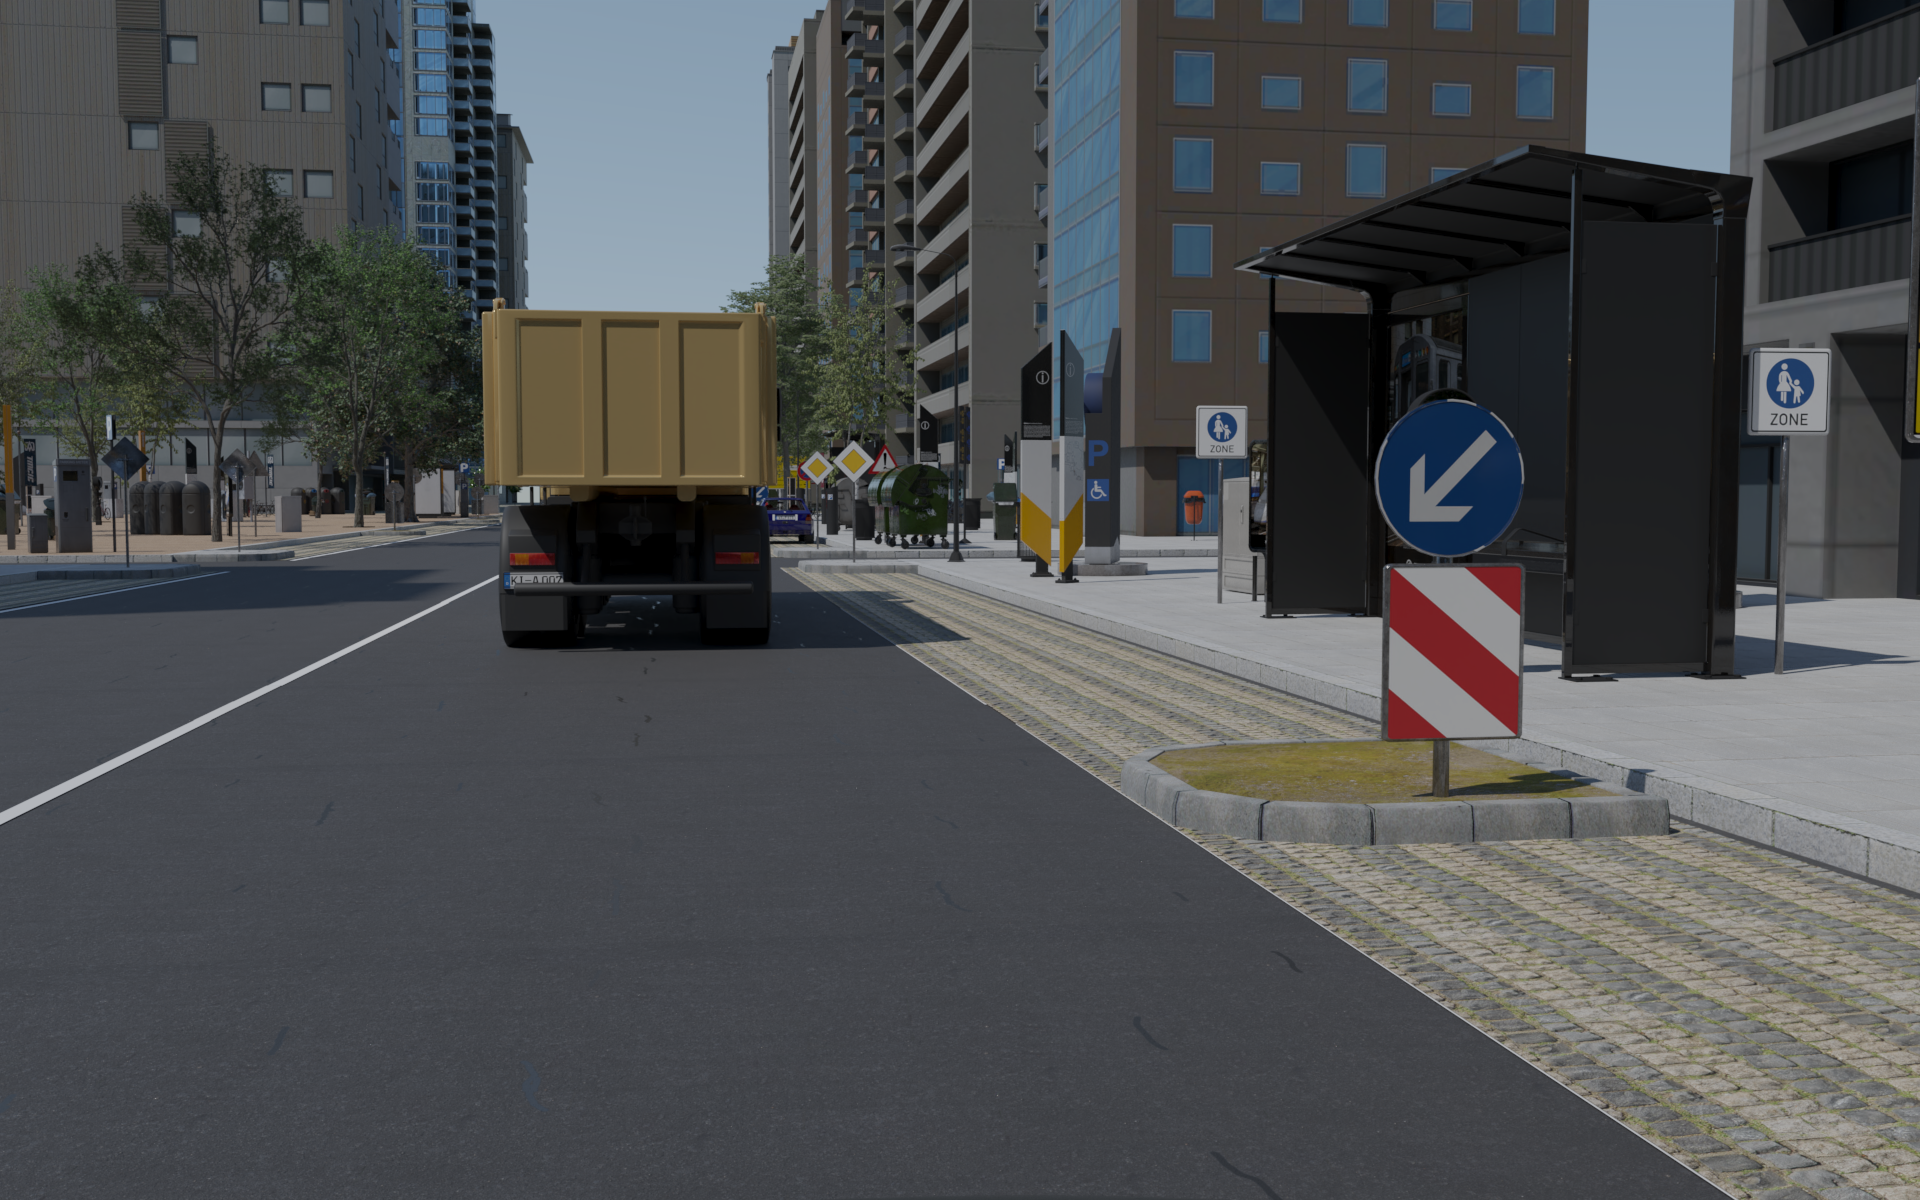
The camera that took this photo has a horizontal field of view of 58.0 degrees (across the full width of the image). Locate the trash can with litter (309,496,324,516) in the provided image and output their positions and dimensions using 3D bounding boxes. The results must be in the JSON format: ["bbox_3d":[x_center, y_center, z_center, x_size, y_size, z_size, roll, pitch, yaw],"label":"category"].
[{"bbox_3d":[-37.418,-5.459,100.634,0.624,1.170,1.055,0,4,1],"label":"trash can with litter"}]

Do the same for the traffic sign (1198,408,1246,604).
[{"bbox_3d":[3.041,-1.106,20.210,0.606,2.300,0.079,0,4,-7],"label":"traffic sign"}]

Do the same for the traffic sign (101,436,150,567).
[{"bbox_3d":[-14.554,-1.627,30.237,0.795,2.450,0.064,-1,4,-10],"label":"traffic sign"}]

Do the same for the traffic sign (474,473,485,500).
[{"bbox_3d":[-29.232,-6.447,105.513,0.768,2.556,0.104,0,4,-6],"label":"traffic sign"}]

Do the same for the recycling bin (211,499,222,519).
[{"bbox_3d":[-39.252,-4.806,91.127,0.722,1.027,0.722,0,4,6],"label":"recycling bin"}]

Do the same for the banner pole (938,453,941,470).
[{"bbox_3d":[-1.410,-6.300,93.022,0.863,3.779,0.401,-1,4,-15],"label":"banner pole"}]

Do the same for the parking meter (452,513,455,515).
[{"bbox_3d":[-31.085,-5.968,105.989,0.372,1.533,0.369,0,3,0],"label":"parking meter"}]

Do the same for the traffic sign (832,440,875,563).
[{"bbox_3d":[-1.983,-1.754,32.326,0.795,2.450,0.064,-1,4,-10],"label":"traffic sign"}]

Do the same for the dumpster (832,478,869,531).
[{"bbox_3d":[-3.816,-3.338,60.333,1.264,1.857,1.865,-1,4,-10],"label":"dumpster"}]

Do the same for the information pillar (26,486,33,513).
[{"bbox_3d":[-52.765,-5.732,98.204,0.304,2.012,0.304,-3,4,-38],"label":"information pillar"}]

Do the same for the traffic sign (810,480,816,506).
[{"bbox_3d":[-7.847,-5.569,91.050,0.884,2.594,0.081,0,4,-5],"label":"traffic sign"}]

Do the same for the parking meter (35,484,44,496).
[{"bbox_3d":[-51.185,-5.543,96.338,0.399,1.863,0.255,1,4,20],"label":"parking meter"}]

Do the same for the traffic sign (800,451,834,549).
[{"bbox_3d":[-3.309,-2.236,40.201,0.795,2.450,0.064,-1,4,-10],"label":"traffic sign"}]

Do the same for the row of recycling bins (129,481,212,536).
[{"bbox_3d":[-24.842,-2.893,54.410,3.534,1.692,1.069,2,4,32],"label":"row of recycling bins"}]

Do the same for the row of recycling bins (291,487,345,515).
[{"bbox_3d":[-39.974,-6.155,107.744,1.069,1.692,3.534,3,4,37],"label":"row of recycling bins"}]

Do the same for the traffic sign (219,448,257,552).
[{"bbox_3d":[-15.881,-2.108,38.111,0.795,2.450,0.064,-1,4,-10],"label":"traffic sign"}]

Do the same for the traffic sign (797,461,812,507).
[{"bbox_3d":[-5.893,-4.078,66.777,0.768,2.556,0.104,-1,4,-9],"label":"traffic sign"}]

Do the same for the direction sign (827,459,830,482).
[{"bbox_3d":[-8.171,-7.357,112.287,0.876,3.537,0.379,0,4,-1],"label":"direction sign"}]

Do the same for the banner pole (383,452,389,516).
[{"bbox_3d":[-33.998,-6.893,102.720,0.401,3.779,0.863,-3,4,-37],"label":"banner pole"}]

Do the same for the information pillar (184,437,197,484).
[{"bbox_3d":[-31.665,-4.892,71.331,0.183,3.616,0.504,2,4,34],"label":"information pillar"}]

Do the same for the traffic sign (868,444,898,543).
[{"bbox_3d":[-1.958,-2.774,45.353,0.884,2.594,0.081,0,4,-2],"label":"traffic sign"}]

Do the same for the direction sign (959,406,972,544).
[{"bbox_3d":[0.121,-3.229,44.799,0.379,3.537,0.876,1,4,18],"label":"direction sign"}]

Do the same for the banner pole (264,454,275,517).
[{"bbox_3d":[-38.444,-6.503,96.333,0.863,3.779,0.401,2,4,24],"label":"banner pole"}]

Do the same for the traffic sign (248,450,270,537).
[{"bbox_3d":[-21.025,-3.158,51.640,0.884,2.594,0.081,0,4,-2],"label":"traffic sign"}]

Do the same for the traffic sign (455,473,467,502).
[{"bbox_3d":[-30.159,-6.395,104.666,0.768,2.556,0.104,0,4,-1],"label":"traffic sign"}]

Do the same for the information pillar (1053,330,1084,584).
[{"bbox_3d":[1.599,-2.053,24.929,0.183,3.616,0.504,3,5,40],"label":"information pillar"}]

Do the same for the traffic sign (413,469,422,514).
[{"bbox_3d":[-27.322,-5.300,86.766,0.768,2.556,0.104,-1,4,-9],"label":"traffic sign"}]

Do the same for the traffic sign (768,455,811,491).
[{"bbox_3d":[-8.912,-5.911,90.515,2.265,3.308,0.079,0,4,-7],"label":"traffic sign"}]

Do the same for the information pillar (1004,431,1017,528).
[{"bbox_3d":[1.923,-4.657,67.489,0.504,3.616,0.183,3,4,38],"label":"information pillar"}]

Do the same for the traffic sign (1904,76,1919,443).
[{"bbox_3d":[5.758,-0.899,8.569,2.265,3.308,0.079,0,4,-3],"label":"traffic sign"}]

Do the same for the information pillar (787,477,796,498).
[{"bbox_3d":[-7.382,-4.373,75.990,0.304,2.012,0.304,-2,4,-25],"label":"information pillar"}]

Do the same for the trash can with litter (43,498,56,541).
[{"bbox_3d":[-24.842,-2.226,47.790,1.055,1.170,0.624,3,5,42],"label":"trash can with litter"}]

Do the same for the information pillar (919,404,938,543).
[{"bbox_3d":[-0.817,-3.278,44.947,0.504,3.616,0.183,0,4,5],"label":"information pillar"}]

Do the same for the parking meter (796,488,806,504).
[{"bbox_3d":[-6.366,-3.727,69.340,0.372,1.533,0.369,0,3,0],"label":"parking meter"}]

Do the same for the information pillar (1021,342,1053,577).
[{"bbox_3d":[1.187,-2.159,26.658,0.504,3.616,0.183,-1,4,-12],"label":"information pillar"}]

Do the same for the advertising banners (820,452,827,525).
[{"bbox_3d":[-5.441,-4.646,72.146,0.090,3.025,2.074,-2,4,-28],"label":"advertising banners"}]

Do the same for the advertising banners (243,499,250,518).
[{"bbox_3d":[-39.137,-6.058,95.228,0.090,3.025,2.074,0,4,-7],"label":"advertising banners"}]

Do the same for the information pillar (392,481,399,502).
[{"bbox_3d":[-31.521,-5.643,96.749,0.304,2.012,0.304,-3,5,-39],"label":"information pillar"}]

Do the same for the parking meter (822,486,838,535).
[{"bbox_3d":[-4.003,-2.806,54.292,0.372,1.533,0.369,0,3,0],"label":"parking meter"}]

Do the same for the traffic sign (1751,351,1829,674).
[{"bbox_3d":[5.826,-0.619,12.255,0.606,2.300,0.079,0,4,-7],"label":"traffic sign"}]

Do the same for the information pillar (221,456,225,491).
[{"bbox_3d":[-45.004,-6.976,105.408,0.504,3.616,0.183,-3,5,-42],"label":"information pillar"}]
